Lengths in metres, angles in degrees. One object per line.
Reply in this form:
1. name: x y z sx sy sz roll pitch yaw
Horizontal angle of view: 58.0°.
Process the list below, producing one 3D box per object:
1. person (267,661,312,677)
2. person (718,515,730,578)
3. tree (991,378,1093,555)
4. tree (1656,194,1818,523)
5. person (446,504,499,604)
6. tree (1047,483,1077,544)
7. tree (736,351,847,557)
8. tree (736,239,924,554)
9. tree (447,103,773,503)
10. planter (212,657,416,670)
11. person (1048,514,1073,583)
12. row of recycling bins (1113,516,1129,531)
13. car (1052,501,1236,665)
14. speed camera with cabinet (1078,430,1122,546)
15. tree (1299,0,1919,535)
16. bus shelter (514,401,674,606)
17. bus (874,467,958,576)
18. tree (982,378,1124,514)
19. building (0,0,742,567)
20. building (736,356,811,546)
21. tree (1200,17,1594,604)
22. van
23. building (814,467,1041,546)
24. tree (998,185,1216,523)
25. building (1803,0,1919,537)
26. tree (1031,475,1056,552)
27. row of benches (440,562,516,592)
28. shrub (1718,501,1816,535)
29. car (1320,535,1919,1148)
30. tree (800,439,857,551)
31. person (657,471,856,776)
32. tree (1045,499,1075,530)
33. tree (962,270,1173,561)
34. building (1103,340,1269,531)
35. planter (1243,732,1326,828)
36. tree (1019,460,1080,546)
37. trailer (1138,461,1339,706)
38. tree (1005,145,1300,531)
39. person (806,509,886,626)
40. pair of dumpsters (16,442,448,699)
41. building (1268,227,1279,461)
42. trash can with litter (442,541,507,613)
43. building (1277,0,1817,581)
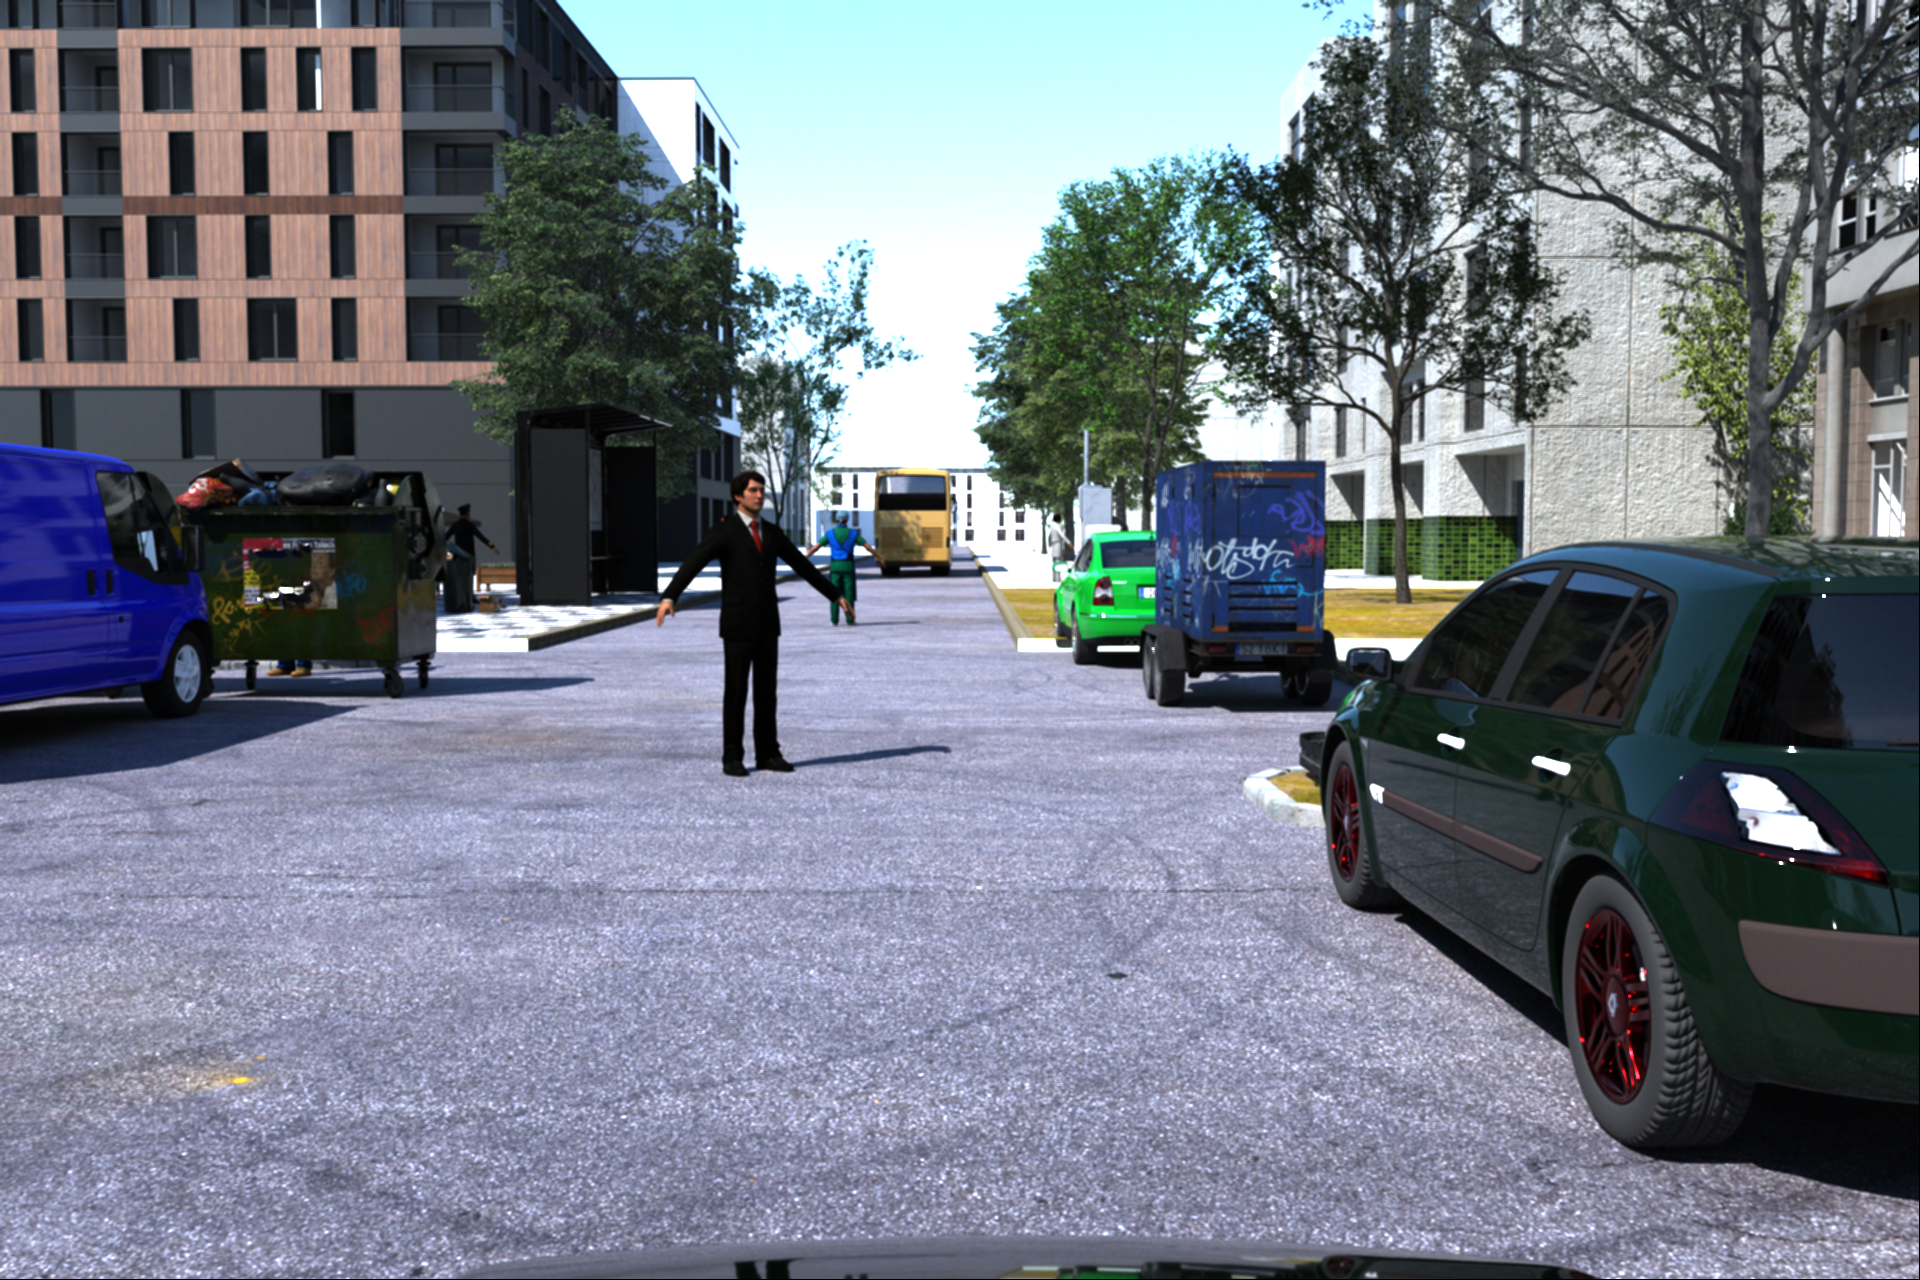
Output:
1. person: -6.758 -0.553 17.464 1.349 1.833 0.705 2 4 26
2. person: -6.882 -2.720 50.608 0.704 1.843 1.345 -2 4 -35
3. tree: 5.430 -11.209 109.024 9.928 11.665 9.643 0 3 0
4. tree: 16.588 -5.279 36.680 4.737 8.622 4.395 0 3 0
5. person: -9.105 -1.590 31.931 1.347 1.837 0.705 2 4 24
6. tree: 12.558 -16.105 213.678 4.737 8.622 4.395 0 3 0
7. tree: -10.177 -10.494 97.331 9.928 11.665 9.643 0 3 0
8. tree: -8.259 -15.546 110.060 12.611 20.169 13.585 0 3 0
9. tree: -10.449 -8.872 51.705 9.857 13.997 8.962 0 3 0
10. planter: -7.159 0.114 19.270 1.991 0.319 1.994 0 4 1
11. person: 2.599 -2.422 45.787 0.705 1.806 1.347 -2 4 -23
12. row of recycling bins: 3.262 -2.000 39.816 1.069 1.692 3.534 0 4 1
13. car: 2.106 -0.710 20.408 1.959 1.807 4.718 0 4 -1
14. speed camera with cabinet: 2.613 -2.316 32.204 0.660 3.252 2.038 0 4 -2
15. tree: 8.453 -6.569 17.773 12.009 13.543 11.850 0 3 0
16. bus shelter: -7.003 -2.599 33.784 1.731 3.624 6.357 0 4 1
17. bus: -1.543 -4.353 62.714 2.896 3.916 12.252 0 4 0
18. tree: 4.971 -9.579 91.028 8.767 10.594 7.601 1 4 16
19. building: -25.836 -14.187 75.928 27.936 21.610 32.646 0 4 1
20. building: -25.932 -19.681 188.247 16.747 18.905 31.486 0 3 0
21. tree: 7.881 -5.956 31.801 7.601 10.594 8.767 1 4 18
22. van: -6.958 -0.452 11.780 2.240 2.365 5.245 0 4 0
23. building: -3.804 -16.597 215.966 28.070 9.664 9.099 0 4 0
24. tree: 4.945 -8.487 56.897 7.486 12.596 7.792 0 3 0
25. building: 25.513 -12.561 12.977 19.016 26.051 41.698 0 4 0
26. tree: 5.452 -10.537 122.639 4.737 8.622 4.395 0 3 0
27. row of benches: -10.204 -1.408 38.487 4.104 0.672 1.422 0 4 7
28. shrub: 13.929 -1.570 30.092 1.690 2.028 1.600 0 3 0
29. car: 2.343 0.265 5.456 2.009 1.686 4.222 0 4 -1
30. tree: -10.266 -10.862 127.957 4.360 8.622 3.978 0 3 0
31. person: -1.244 -0.108 10.405 1.347 1.806 0.705 -3 4 -37
32. tree: 13.295 -16.407 218.613 4.360 8.622 3.978 0 3 0
33. tree: 5.034 -10.665 81.023 9.857 13.997 8.962 0 3 0
34. building: 22.318 -18.333 166.203 16.747 18.905 31.486 0 4 0
35. planter: 2.557 0.732 9.175 1.991 0.319 1.994 0 4 -1
36. tree: 5.385 -9.179 100.439 4.737 8.622 4.395 0 3 0
37. trailer: 2.323 -0.515 15.463 1.471 1.999 3.904 0 4 -1
38. tree: 5.171 -7.374 46.324 9.928 11.665 9.643 0 3 0
39. person: -1.830 -1.130 27.057 1.347 1.817 0.704 0 4 3
40. pair of dumpsters: -6.980 -0.643 15.465 4.436 2.255 1.574 0 4 0
41. building: 23.344 -14.957 100.969 16.016 20.090 11.380 0 4 1
42. trash can with litter: -7.969 -1.038 28.352 1.055 1.170 0.624 0 4 0
43. building: 21.302 -11.512 54.673 16.747 18.905 31.486 0 3 0
